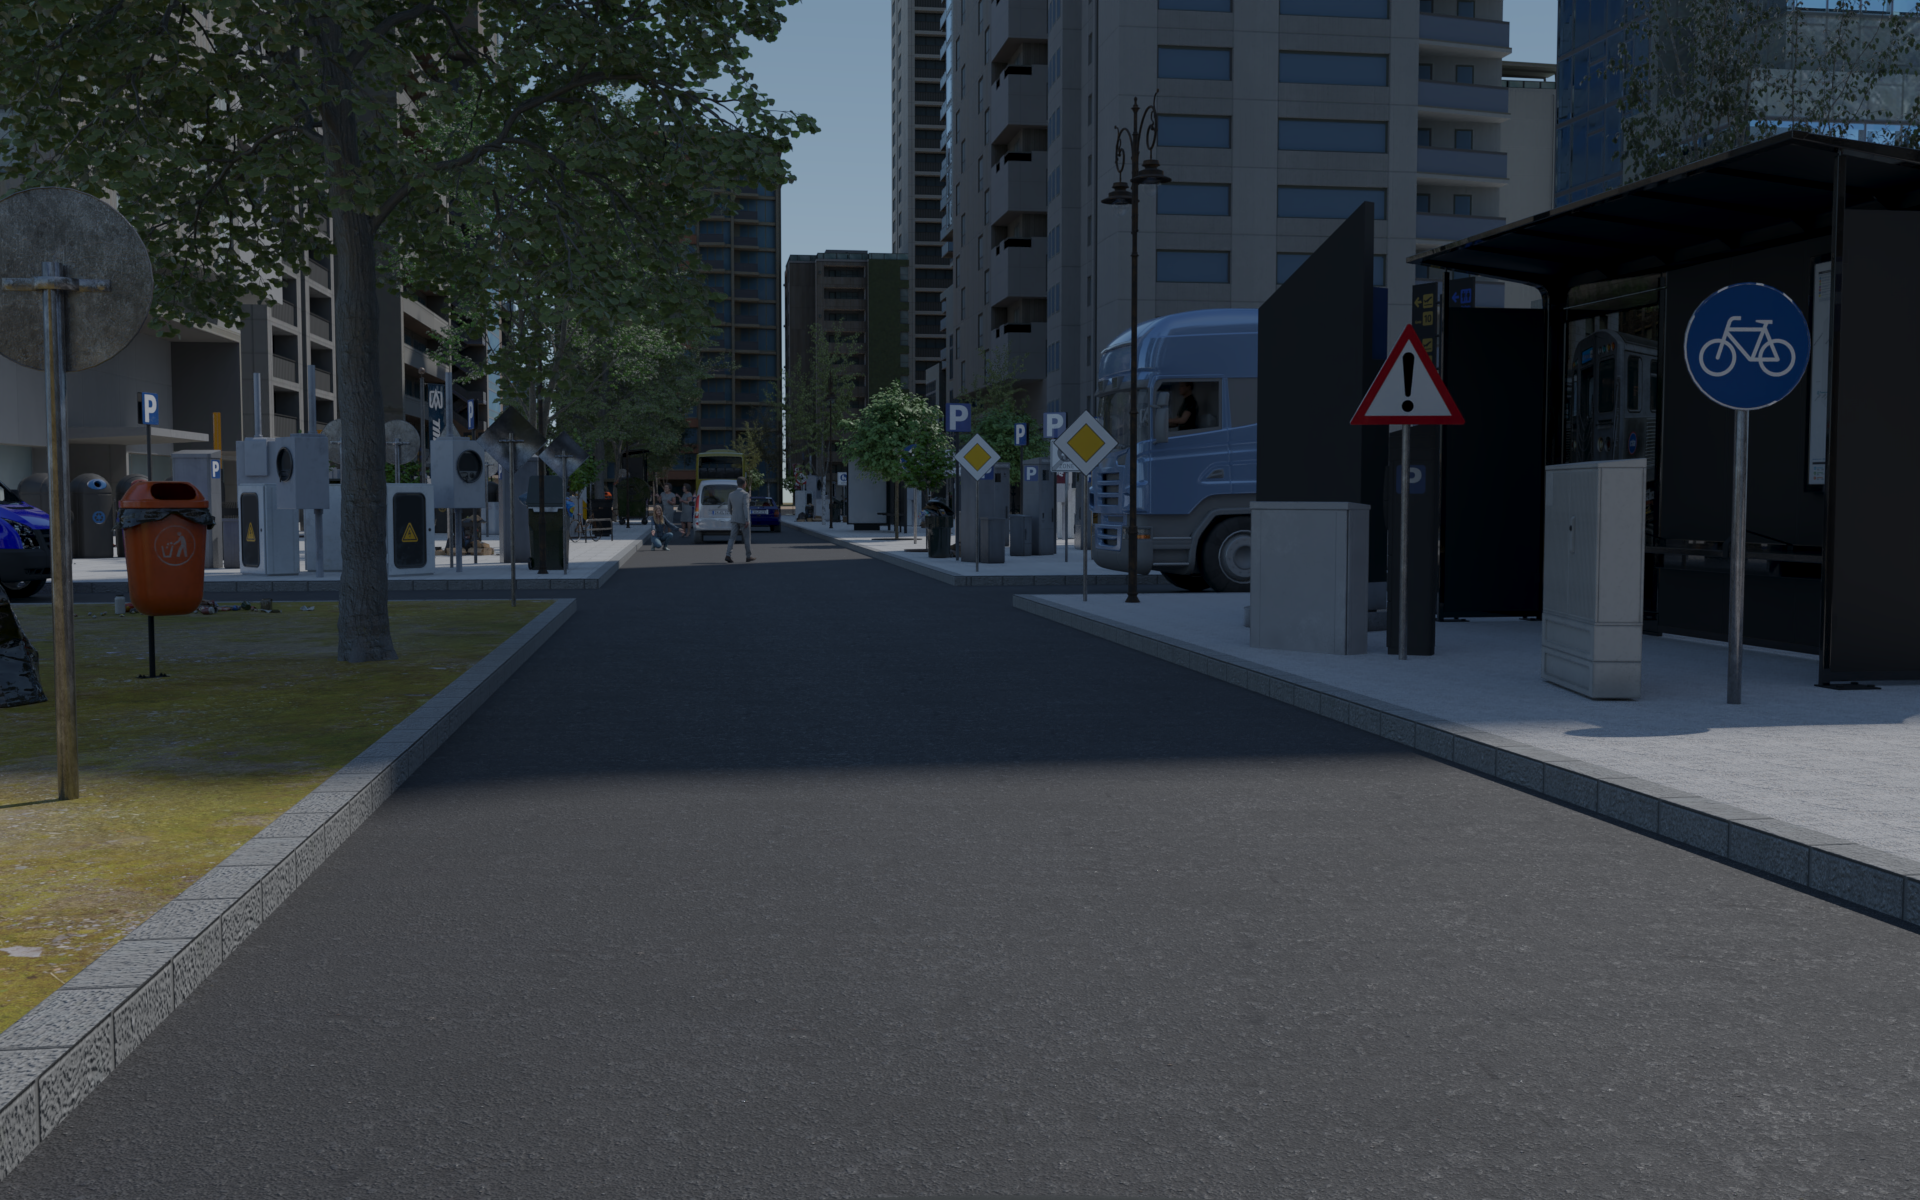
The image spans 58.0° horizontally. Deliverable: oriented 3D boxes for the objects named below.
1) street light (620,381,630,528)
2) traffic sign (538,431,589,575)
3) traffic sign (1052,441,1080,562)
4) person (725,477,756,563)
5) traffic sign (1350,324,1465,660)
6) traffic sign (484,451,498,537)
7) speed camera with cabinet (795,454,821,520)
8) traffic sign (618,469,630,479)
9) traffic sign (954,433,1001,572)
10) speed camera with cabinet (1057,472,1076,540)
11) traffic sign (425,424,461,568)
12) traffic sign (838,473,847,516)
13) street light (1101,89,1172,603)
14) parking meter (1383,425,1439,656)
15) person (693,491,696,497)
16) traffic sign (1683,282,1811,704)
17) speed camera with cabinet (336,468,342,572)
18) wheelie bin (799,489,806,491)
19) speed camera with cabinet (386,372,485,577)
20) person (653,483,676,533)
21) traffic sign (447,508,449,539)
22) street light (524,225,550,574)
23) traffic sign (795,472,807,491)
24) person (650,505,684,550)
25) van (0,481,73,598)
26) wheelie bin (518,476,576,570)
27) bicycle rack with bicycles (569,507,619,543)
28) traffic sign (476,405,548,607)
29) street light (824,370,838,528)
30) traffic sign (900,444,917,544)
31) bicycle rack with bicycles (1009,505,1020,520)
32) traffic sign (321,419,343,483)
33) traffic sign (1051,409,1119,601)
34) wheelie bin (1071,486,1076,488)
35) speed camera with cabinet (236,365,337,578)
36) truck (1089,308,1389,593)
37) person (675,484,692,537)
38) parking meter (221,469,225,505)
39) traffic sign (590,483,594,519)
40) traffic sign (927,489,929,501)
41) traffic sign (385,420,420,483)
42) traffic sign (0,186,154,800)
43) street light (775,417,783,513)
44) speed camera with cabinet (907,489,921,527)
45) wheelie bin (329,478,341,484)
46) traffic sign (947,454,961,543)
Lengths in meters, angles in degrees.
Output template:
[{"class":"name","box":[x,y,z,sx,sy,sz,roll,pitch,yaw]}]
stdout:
[{"class":"street light","box":[-12.522,-5.650,65.167,0.468,5.910,1.993,-1,4,-9]},{"class":"traffic sign","box":[-6.290,-1.462,27.552,0.795,2.450,0.064,-1,4,-9]},{"class":"traffic sign","box":[2.004,-1.862,32.578,0.606,2.300,0.079,0,4,0]},{"class":"person","box":[-4.626,-1.684,36.313,0.678,1.792,0.850,2,4,31]},{"class":"traffic sign","box":[3.427,-0.815,13.334,0.884,2.594,0.081,0,4,-1]},{"class":"traffic sign","box":[-14.115,-3.153,51.651,0.768,2.556,0.104,0,4,1]},{"class":"speed camera with cabinet","box":[-7.443,-5.552,85.107,0.660,3.252,2.038,1,4,18]},{"class":"traffic sign","box":[-16.999,-5.331,87.273,0.768,2.556,0.104,0,4,-6]},{"class":"traffic sign","box":[0.281,-1.523,28.537,0.795,2.450,0.064,-1,4,-9]},{"class":"speed camera with cabinet","box":[2.997,-3.354,49.180,0.660,3.252,2.038,1,4,19]},{"class":"traffic sign","box":[-8.842,-1.838,30.060,0.884,2.594,0.081,0,4,1]},{"class":"traffic sign","box":[-5.468,-4.868,81.727,0.606,2.300,0.079,0,4,-2]},{"class":"street light","box":[2.043,-2.907,20.324,0.468,5.910,1.993,-1,4,-9]},{"class":"parking meter","box":[3.598,-0.497,13.844,0.399,1.863,0.255,1,4,22]},{"class":"person","box":[-24.100,-9.104,158.019,0.621,1.740,0.551,3,5,40]},{"class":"traffic sign","box":[4.737,-0.637,10.522,0.768,2.556,0.104,0,4,-1]},{"class":"speed camera with cabinet","box":[-10.805,-2.095,28.596,2.038,3.252,0.660,0,4,-3]},{"class":"wheelie bin","box":[-8.900,-5.611,99.654,0.980,1.594,0.693,1,4,15]},{"class":"speed camera with cabinet","box":[-8.501,-2.029,27.517,0.660,3.252,2.038,2,4,32]},{"class":"person","box":[-9.151,-2.728,53.458,0.716,1.782,0.532,1,4,13]},{"class":"traffic sign","box":[-13.897,-2.870,47.027,0.768,2.556,0.104,0,4,-1]},{"class":"street light","box":[-6.705,-3.356,27.663,0.468,5.910,1.993,-1,4,-9]},{"class":"traffic sign","box":[-8.760,-5.855,95.827,0.768,2.556,0.104,-1,4,-8]},{"class":"person","box":[-7.499,-1.833,43.973,1.012,1.151,0.738,-2,4,-33]},{"class":"van","box":[-14.726,-1.139,23.012,5.245,2.365,2.240,0,4,-7]},{"class":"wheelie bin","box":[-7.003,-1.316,29.424,0.980,1.594,0.693,0,4,-2]},{"class":"bicycle rack with bicycles","box":[-10.670,-2.014,46.315,2.852,0.926,2.925,1,4,12]},{"class":"traffic sign","box":[-5.078,-0.980,19.659,0.795,2.450,0.064,-1,4,-9]},{"class":"street light","box":[-4.819,-5.614,64.572,0.468,5.910,1.993,-1,4,-9]},{"class":"traffic sign","box":[-1.148,-2.709,44.405,0.768,2.556,0.104,0,4,-1]},{"class":"bicycle rack with bicycles","box":[3.663,-4.033,79.319,2.925,0.926,2.852,0,4,0]},{"class":"traffic sign","box":[-10.409,-1.781,29.228,0.768,2.556,0.104,0,4,-3]},{"class":"traffic sign","box":[1.493,-1.040,20.644,0.795,2.450,0.064,-1,4,-9]},{"class":"wheelie bin","box":[4.629,-3.828,70.491,0.980,1.594,0.693,2,4,25]},{"class":"speed camera with cabinet","box":[-10.566,-1.997,26.991,2.038,3.252,0.660,3,5,44]},{"class":"truck","box":[10.610,-2.201,25.738,18.799,4.110,2.967,-1,4,-10]},{"class":"person","box":[-9.183,-2.970,57.418,0.532,1.782,0.716,-2,4,-34]},{"class":"parking meter","box":[-14.565,-1.716,33.774,0.255,1.863,0.399,2,4,35]},{"class":"traffic sign","box":[-15.712,-4.378,73.708,0.606,2.300,0.079,0,4,-6]},{"class":"traffic sign","box":[-1.159,-3.680,62.291,0.606,2.300,0.079,0,4,-3]},{"class":"traffic sign","box":[-9.646,-1.811,29.720,0.768,2.556,0.104,0,4,-3]},{"class":"traffic sign","box":[-3.753,-0.435,7.213,0.768,2.556,0.104,0,4,-8]},{"class":"street light","box":[-10.676,-7.933,102.494,0.468,5.910,1.993,-1,4,-9]},{"class":"speed camera with cabinet","box":[-1.939,-4.549,68.713,0.660,3.252,2.038,0,4,6]},{"class":"wheelie bin","box":[-12.463,-1.650,34.884,0.980,1.594,0.693,-3,4,-38]},{"class":"traffic sign","box":[-0.087,-2.331,40.241,0.606,2.300,0.079,0,4,-6]}]
